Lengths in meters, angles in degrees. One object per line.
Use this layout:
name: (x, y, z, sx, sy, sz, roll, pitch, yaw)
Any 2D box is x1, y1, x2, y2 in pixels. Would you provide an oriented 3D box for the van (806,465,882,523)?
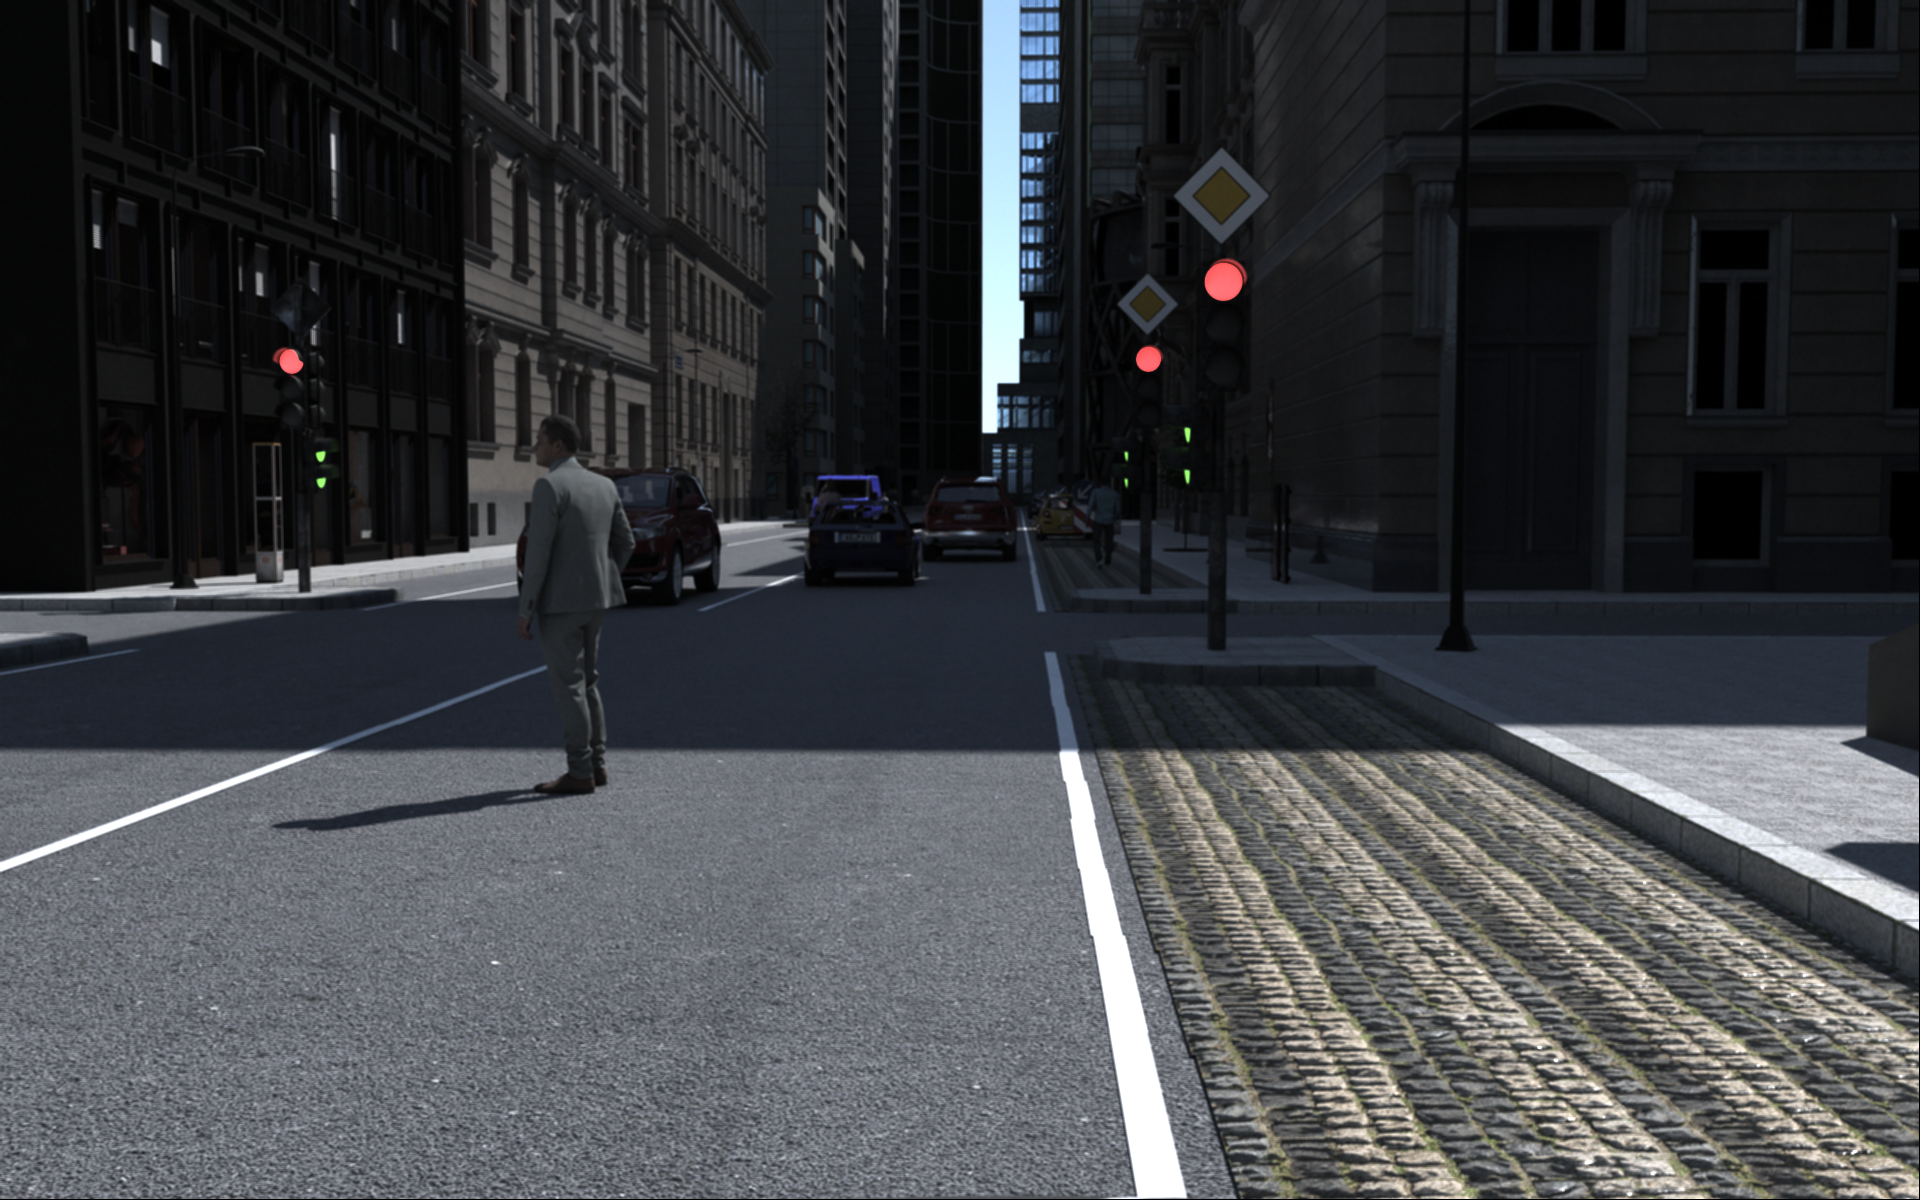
van: (-3.603, -3.115, 55.313, 2.240, 2.365, 5.245, 0, 4, 2)

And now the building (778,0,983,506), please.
building: (-7.943, -46.021, 190.692, 20.611, 71.187, 20.563, 0, 4, 2)

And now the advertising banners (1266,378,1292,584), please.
advertising banners: (4.694, -1.798, 25.581, 0.090, 3.025, 2.074, 0, 4, 2)

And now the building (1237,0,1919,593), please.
building: (15.313, -14.784, 27.631, 20.117, 28.700, 13.634, 0, 4, 2)

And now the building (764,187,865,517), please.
building: (-21.299, -16.372, 112.730, 27.650, 21.520, 28.899, 0, 4, 2)

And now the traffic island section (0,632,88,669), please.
traffic island section: (-8.846, 0.466, 14.657, 2.009, 0.180, 2.903, 0, 4, 2)

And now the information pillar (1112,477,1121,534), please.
information pillar: (5.003, -3.117, 55.459, 0.304, 2.012, 0.304, 0, 4, 3)

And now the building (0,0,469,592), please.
building: (-17.280, -12.250, 29.971, 12.332, 23.373, 15.834, 0, 4, 2)

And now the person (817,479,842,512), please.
person: (-2.617, -1.642, 35.944, 0.593, 1.750, 0.643, -2, 4, -28)

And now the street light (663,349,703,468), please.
street light: (-8.900, -5.070, 55.443, 1.470, 5.913, 1.316, 0, 4, 2)

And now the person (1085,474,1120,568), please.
person: (2.758, -1.519, 33.349, 0.660, 1.820, 0.620, -1, 4, -10)

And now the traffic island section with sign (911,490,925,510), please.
traffic island section with sign: (-3.912, -8.781, 152.192, 1.989, 1.847, 2.006, 0, 4, 2)

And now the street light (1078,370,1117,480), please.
street light: (5.272, -5.642, 64.792, 1.470, 5.913, 1.316, 0, 4, 2)

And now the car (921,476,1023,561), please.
car: (0.251, -1.827, 38.550, 2.281, 1.827, 5.304, 0, 4, 2)

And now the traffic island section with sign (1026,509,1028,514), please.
traffic island section with sign: (5.823, -7.054, 123.964, 1.989, 1.847, 2.006, 0, 4, 2)

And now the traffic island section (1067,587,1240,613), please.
traffic island section: (2.406, 0.001, 22.266, 2.009, 0.180, 2.903, 0, 4, 2)

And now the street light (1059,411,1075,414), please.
street light: (6.233, -7.625, 97.213, 1.470, 5.913, 1.316, 0, 4, 2)

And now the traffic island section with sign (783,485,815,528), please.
traffic island section with sign: (-6.516, -4.030, 74.510, 1.989, 1.847, 2.006, 0, 4, 2)

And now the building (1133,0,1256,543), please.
building: (13.004, -14.526, 56.591, 14.460, 24.649, 34.723, 0, 4, 2)

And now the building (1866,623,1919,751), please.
building: (20.668, -18.875, 0.492, 32.217, 40.220, 23.993, 0, 4, 2)

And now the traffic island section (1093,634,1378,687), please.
traffic island section: (2.139, 0.489, 14.286, 2.009, 0.180, 2.903, 0, 4, 2)

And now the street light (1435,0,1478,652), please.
street light: (3.549, -2.543, 14.112, 1.470, 5.913, 1.316, 0, 4, 2)

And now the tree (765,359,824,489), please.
tree: (-9.404, -8.697, 92.562, 4.360, 8.622, 3.978, 0, 3, 0)

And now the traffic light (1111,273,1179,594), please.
traffic light: (2.366, -2.033, 22.154, 0.839, 4.253, 0.868, 0, 4, 2)

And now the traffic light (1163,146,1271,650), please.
traffic light: (2.099, -1.544, 14.173, 0.839, 4.253, 0.868, 0, 4, 2)

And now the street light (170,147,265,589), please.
street light: (-10.008, -3.108, 23.355, 1.470, 5.913, 1.316, 0, 4, 2)

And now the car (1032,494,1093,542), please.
car: (3.230, -2.628, 53.197, 2.015, 1.641, 3.980, 0, 4, 0)

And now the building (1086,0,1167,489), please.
building: (14.790, -25.875, 106.649, 14.154, 41.232, 14.086, 0, 4, 2)

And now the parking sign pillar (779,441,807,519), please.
parking sign pillar: (-8.613, -6.153, 89.080, 1.447, 3.967, 1.447, 0, 4, 5)

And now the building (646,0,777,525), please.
building: (-15.696, -16.937, 74.180, 12.463, 27.353, 25.104, 0, 4, 2)

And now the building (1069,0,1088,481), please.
building: (15.109, -28.811, 121.170, 14.600, 45.320, 14.200, 0, 4, 2)

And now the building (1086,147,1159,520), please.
building: (14.847, -13.526, 88.597, 16.820, 18.784, 16.811, 0, 4, 2)

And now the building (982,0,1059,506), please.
building: (18.216, -53.673, 190.232, 31.000, 86.520, 22.319, 0, 4, 2)

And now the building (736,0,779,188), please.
building: (-16.498, -44.220, 161.241, 20.611, 71.187, 20.563, 0, 4, 2)

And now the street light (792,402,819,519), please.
street light: (-7.829, -7.033, 87.533, 1.470, 5.913, 1.316, 0, 4, 2)

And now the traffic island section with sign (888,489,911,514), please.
traffic island section with sign: (-4.815, -7.126, 125.142, 1.989, 1.847, 2.006, 0, 4, 2)

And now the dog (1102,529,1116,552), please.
dog: (3.608, -1.605, 43.083, 0.513, 0.831, 0.800, 2, 4, 33)

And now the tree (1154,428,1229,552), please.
tree: (5.209, -2.710, 38.910, 1.663, 3.219, 1.824, 0, 3, 0)

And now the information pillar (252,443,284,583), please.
information pillar: (-9.983, -1.254, 24.997, 0.304, 2.012, 0.304, 0, 4, -3)

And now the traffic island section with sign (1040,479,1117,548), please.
traffic island section with sign: (3.245, -2.345, 46.972, 1.989, 1.847, 2.006, 0, 4, 2)

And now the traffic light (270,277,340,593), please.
traffic light: (-8.539, -2.054, 22.501, 0.839, 4.253, 0.868, 0, 4, 2)

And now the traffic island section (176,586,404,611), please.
traffic island section: (-8.579, -0.022, 22.637, 2.009, 0.180, 2.903, 0, 4, 2)

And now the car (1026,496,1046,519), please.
car: (4.808, -5.390, 100.706, 1.945, 1.354, 3.894, 0, 4, 1)

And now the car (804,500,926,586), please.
car: (-1.550, -0.964, 28.336, 1.945, 1.354, 3.894, 0, 4, 1)

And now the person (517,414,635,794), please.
person: (-1.863, 0.016, 8.338, 0.391, 1.810, 0.635, 1, 4, 19)

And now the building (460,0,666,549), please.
building: (-17.398, -16.048, 49.779, 14.401, 28.519, 23.554, 0, 4, 2)

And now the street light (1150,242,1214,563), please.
street light: (4.200, -3.638, 32.027, 1.470, 5.913, 1.316, 0, 4, 2)

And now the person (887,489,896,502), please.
person: (-4.273, -5.986, 106.824, 0.568, 1.767, 0.683, 3, 4, 38)

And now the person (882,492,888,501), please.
person: (-3.541, -4.172, 79.316, 0.503, 1.515, 0.523, -2, 4, -34)

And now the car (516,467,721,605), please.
car: (-4.610, -0.937, 23.986, 2.281, 1.827, 5.304, 0, 4, 1)

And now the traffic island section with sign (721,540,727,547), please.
traffic island section with sign: (-7.429, -2.360, 47.216, 1.989, 1.847, 2.006, 0, 4, 2)

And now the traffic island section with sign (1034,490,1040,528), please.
traffic island section with sign: (4.139, -3.993, 73.912, 1.989, 1.847, 2.006, 0, 4, 2)
